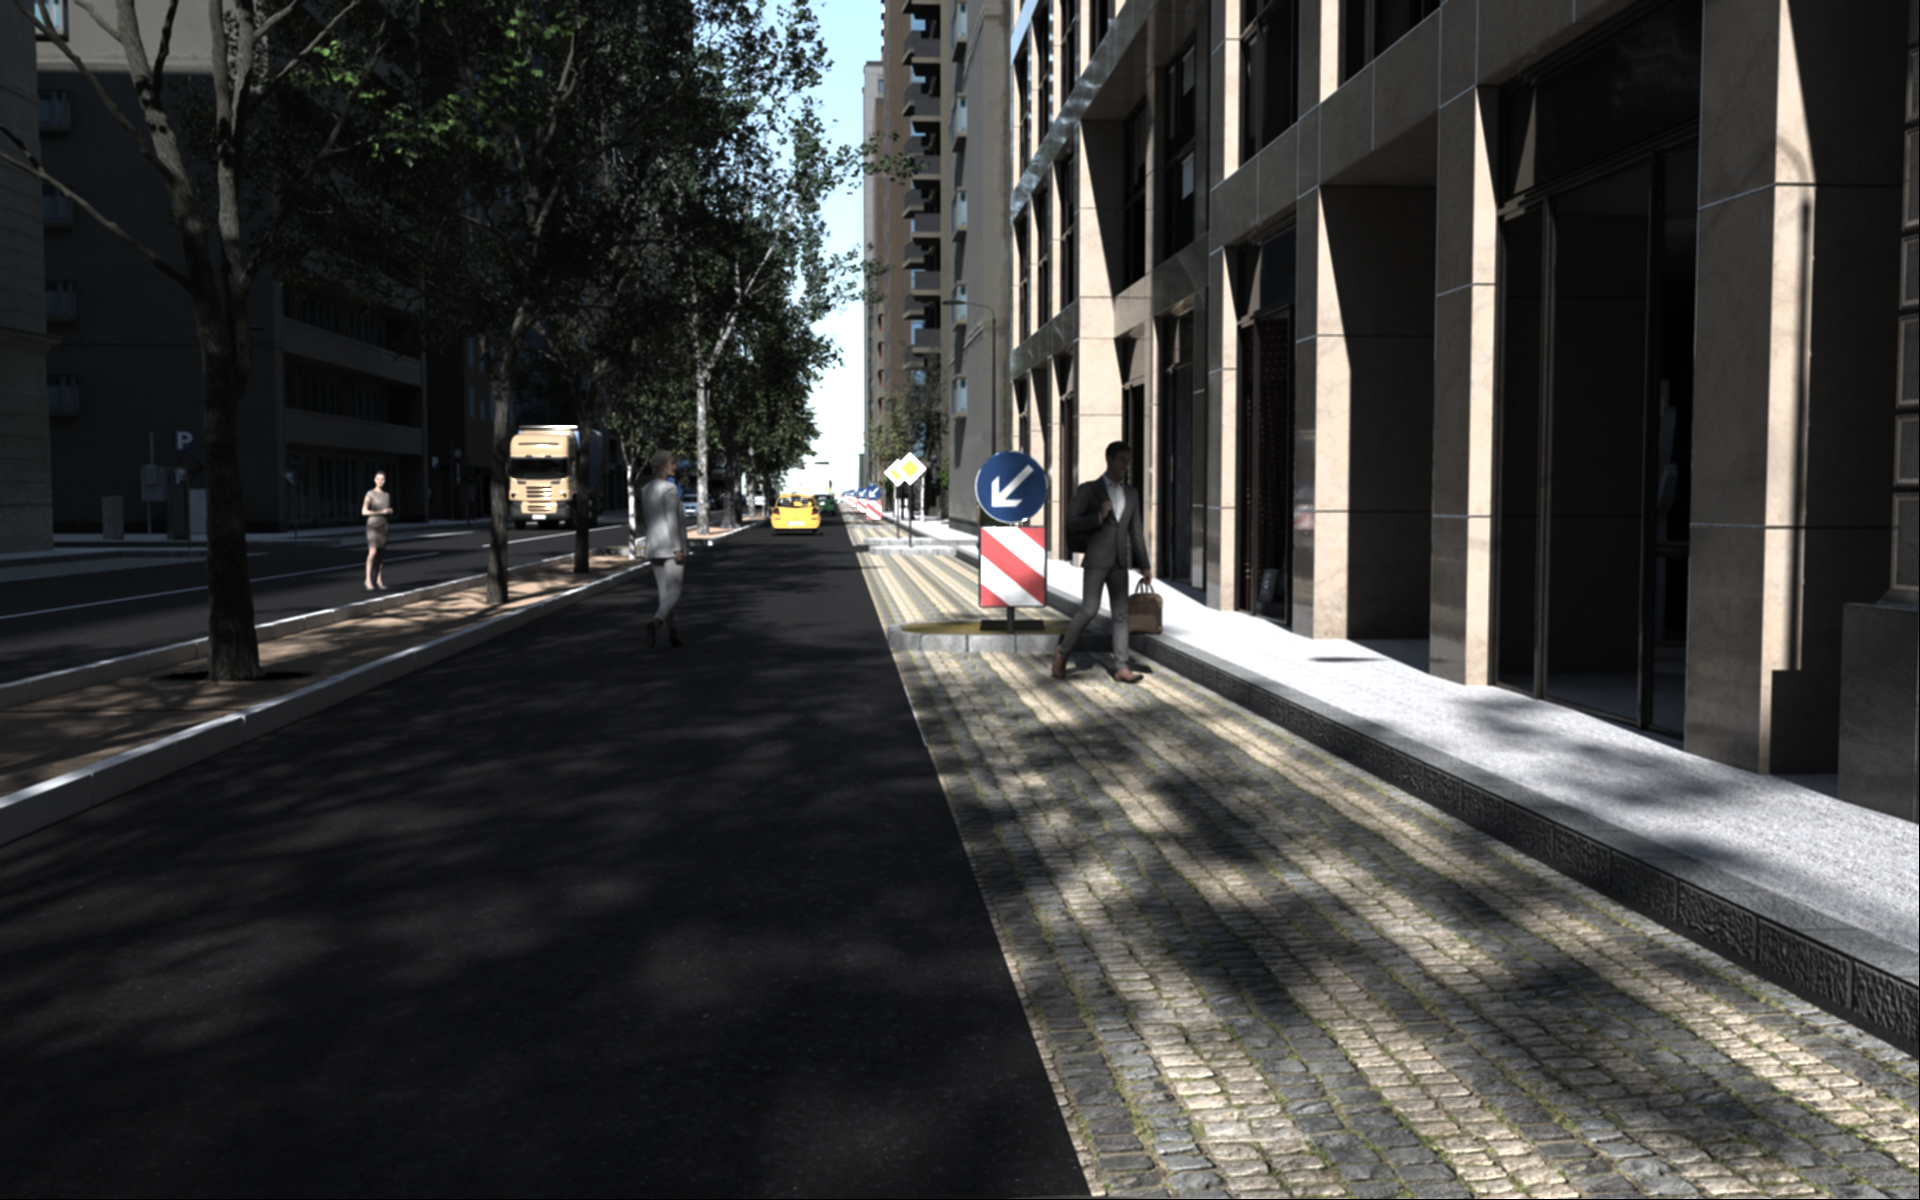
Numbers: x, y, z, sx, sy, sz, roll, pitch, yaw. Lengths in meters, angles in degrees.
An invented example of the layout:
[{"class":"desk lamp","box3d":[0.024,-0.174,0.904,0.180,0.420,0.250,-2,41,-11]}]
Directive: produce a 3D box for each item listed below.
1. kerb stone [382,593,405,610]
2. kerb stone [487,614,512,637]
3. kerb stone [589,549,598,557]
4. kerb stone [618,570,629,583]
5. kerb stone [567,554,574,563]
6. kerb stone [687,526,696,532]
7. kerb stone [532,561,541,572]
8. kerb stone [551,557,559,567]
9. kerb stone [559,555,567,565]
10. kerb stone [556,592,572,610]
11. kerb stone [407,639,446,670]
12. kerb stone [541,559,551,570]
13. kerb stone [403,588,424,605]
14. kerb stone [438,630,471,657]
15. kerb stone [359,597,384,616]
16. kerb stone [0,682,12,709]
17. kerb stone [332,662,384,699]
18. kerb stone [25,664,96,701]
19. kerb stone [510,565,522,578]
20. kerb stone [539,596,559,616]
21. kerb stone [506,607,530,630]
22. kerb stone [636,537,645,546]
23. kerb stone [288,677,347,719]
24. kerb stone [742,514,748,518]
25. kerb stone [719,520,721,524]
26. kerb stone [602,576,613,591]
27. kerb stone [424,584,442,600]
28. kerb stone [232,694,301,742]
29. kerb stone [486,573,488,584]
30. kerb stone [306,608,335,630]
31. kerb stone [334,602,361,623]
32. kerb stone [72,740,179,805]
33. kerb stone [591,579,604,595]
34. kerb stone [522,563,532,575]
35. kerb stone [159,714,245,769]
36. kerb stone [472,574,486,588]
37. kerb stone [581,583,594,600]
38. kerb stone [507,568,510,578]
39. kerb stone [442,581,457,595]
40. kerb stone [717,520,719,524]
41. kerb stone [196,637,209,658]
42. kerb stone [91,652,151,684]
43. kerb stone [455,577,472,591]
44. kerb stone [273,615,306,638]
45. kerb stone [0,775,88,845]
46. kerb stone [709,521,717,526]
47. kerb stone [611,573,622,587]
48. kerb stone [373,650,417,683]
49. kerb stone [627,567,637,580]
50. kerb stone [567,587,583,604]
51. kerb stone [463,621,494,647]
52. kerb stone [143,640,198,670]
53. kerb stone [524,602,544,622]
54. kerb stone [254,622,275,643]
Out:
[{"class":"kerb stone","box3d":[-7.134,0.038,21.579,0.120,0.150,1.000,0,4,-4]},{"class":"kerb stone","box3d":[-4.744,0.278,17.653,0.120,0.150,1.000,0,4,-4]},{"class":"kerb stone","box3d":[-8.475,-1.088,39.992,0.120,0.150,1.000,0,4,-4]},{"class":"kerb stone","box3d":[-5.491,-0.347,27.872,0.120,0.150,1.000,0,4,-4]},{"class":"kerb stone","box3d":[-8.188,-0.838,35.898,0.120,0.150,1.000,0,4,-4]},{"class":"kerb stone","box3d":[-10.442,-2.747,67.118,0.120,0.150,1.000,0,4,-4]},{"class":"kerb stone","box3d":[-7.879,-0.588,31.806,0.120,0.150,1.000,0,4,-4]},{"class":"kerb stone","box3d":[-8.029,-0.713,33.848,0.120,0.150,1.000,0,4,-4]},{"class":"kerb stone","box3d":[-8.100,-0.776,34.876,0.120,0.150,1.000,0,4,-4]},{"class":"kerb stone","box3d":[-5.042,0.031,21.736,0.120,0.150,1.000,0,4,-4]},{"class":"kerb stone","box3d":[-4.519,0.466,14.578,0.120,0.150,1.000,0,4,-4]},{"class":"kerb stone","box3d":[-7.951,-0.648,32.826,0.120,0.150,1.000,0,4,-4]},{"class":"kerb stone","box3d":[-7.205,-0.024,22.599,0.120,0.150,1.000,0,4,-4]},{"class":"kerb stone","box3d":[-4.594,0.405,15.597,0.120,0.150,1.000,0,4,-4]},{"class":"kerb stone","box3d":[-7.063,0.100,20.560,0.120,0.150,1.000,0,4,-4]},{"class":"kerb stone","box3d":[-6.396,0.666,11.365,0.120,0.150,1.000,0,4,-4]},{"class":"kerb stone","box3d":[-4.380,0.591,12.531,0.120,0.150,1.000,0,4,-4]},{"class":"kerb stone","box3d":[-6.474,0.602,12.390,0.120,0.150,1.000,0,4,-4]},{"class":"kerb stone","box3d":[-7.721,-0.462,29.751,0.120,0.150,1.000,0,4,-4]},{"class":"kerb stone","box3d":[-4.969,0.091,20.711,0.120,0.150,1.000,0,4,-4]},{"class":"kerb stone","box3d":[-4.816,0.215,18.672,0.120,0.150,1.000,0,4,-4]},{"class":"kerb stone","box3d":[-9.181,-1.685,49.738,0.120,0.150,1.000,0,4,-4]},{"class":"kerb stone","box3d":[-4.296,0.657,11.513,0.120,0.150,1.000,0,4,-4]},{"class":"kerb stone","box3d":[-13.482,-5.311,109.038,0.120,0.150,1.000,0,4,-4]},{"class":"kerb stone","box3d":[-11.473,-3.623,81.433,0.120,0.150,1.000,0,4,-4]},{"class":"kerb stone","box3d":[-5.341,-0.221,25.829,0.120,0.150,1.000,0,4,-4]},{"class":"kerb stone","box3d":[-7.278,-0.087,23.619,0.120,0.150,1.000,0,4,-4]},{"class":"kerb stone","box3d":[-4.223,0.716,10.493,0.120,0.150,1.000,0,4,-4]},{"class":"kerb stone","box3d":[-7.577,-0.337,27.702,0.120,0.150,1.000,0,4,-4]},{"class":"kerb stone","box3d":[-6.913,0.225,18.517,0.120,0.150,1.000,0,4,-4]},{"class":"kerb stone","box3d":[-6.985,0.162,19.540,0.120,0.150,1.000,0,4,-4]},{"class":"kerb stone","box3d":[-4.079,0.841,8.453,0.120,0.150,1.000,0,4,-4]},{"class":"kerb stone","box3d":[-5.266,-0.160,24.810,0.120,0.150,1.000,0,4,-4]},{"class":"kerb stone","box3d":[-7.797,-0.525,30.774,0.120,0.150,1.000,0,4,-4]},{"class":"kerb stone","box3d":[-4.155,0.778,9.472,0.120,0.150,1.000,0,4,-4]},{"class":"kerb stone","box3d":[-7.503,-0.274,26.682,0.120,0.150,1.000,0,4,-4]},{"class":"kerb stone","box3d":[-5.191,-0.091,23.785,0.120,0.150,1.000,0,4,-4]},{"class":"kerb stone","box3d":[-7.658,-0.400,28.731,0.120,0.150,1.000,0,4,-4]},{"class":"kerb stone","box3d":[-7.362,-0.145,24.639,0.120,0.150,1.000,0,4,-4]},{"class":"kerb stone","box3d":[-11.413,-3.560,80.404,0.120,0.150,1.000,0,4,-4]},{"class":"kerb stone","box3d":[-6.684,0.412,15.459,0.120,0.150,1.000,0,4,-4]},{"class":"kerb stone","box3d":[-6.548,0.540,13.410,0.120,0.150,1.000,0,4,-4]},{"class":"kerb stone","box3d":[-7.435,-0.210,25.658,0.120,0.150,1.000,0,4,-4]},{"class":"kerb stone","box3d":[-6.843,0.287,17.497,0.120,0.150,1.000,0,4,-4]},{"class":"kerb stone","box3d":[-4.003,0.903,7.434,0.120,0.150,1.000,0,4,-4]},{"class":"kerb stone","box3d":[-11.331,-3.495,79.386,0.120,0.150,1.000,0,4,-4]},{"class":"kerb stone","box3d":[-5.407,-0.285,26.849,0.120,0.150,1.000,0,4,-4]},{"class":"kerb stone","box3d":[-4.454,0.529,13.553,0.120,0.150,1.000,0,4,-4]},{"class":"kerb stone","box3d":[-5.556,-0.408,28.901,0.120,0.150,1.000,0,4,-4]},{"class":"kerb stone","box3d":[-5.119,-0.031,22.765,0.120,0.150,1.000,0,4,-4]},{"class":"kerb stone","box3d":[-4.662,0.341,16.624,0.120,0.150,1.000,0,4,-4]},{"class":"kerb stone","box3d":[-6.619,0.474,14.439,0.120,0.150,1.000,0,4,-4]},{"class":"kerb stone","box3d":[-4.904,0.153,19.691,0.120,0.150,1.000,0,4,-4]},{"class":"kerb stone","box3d":[-6.766,0.350,16.478,0.120,0.150,1.000,0,4,-4]}]
